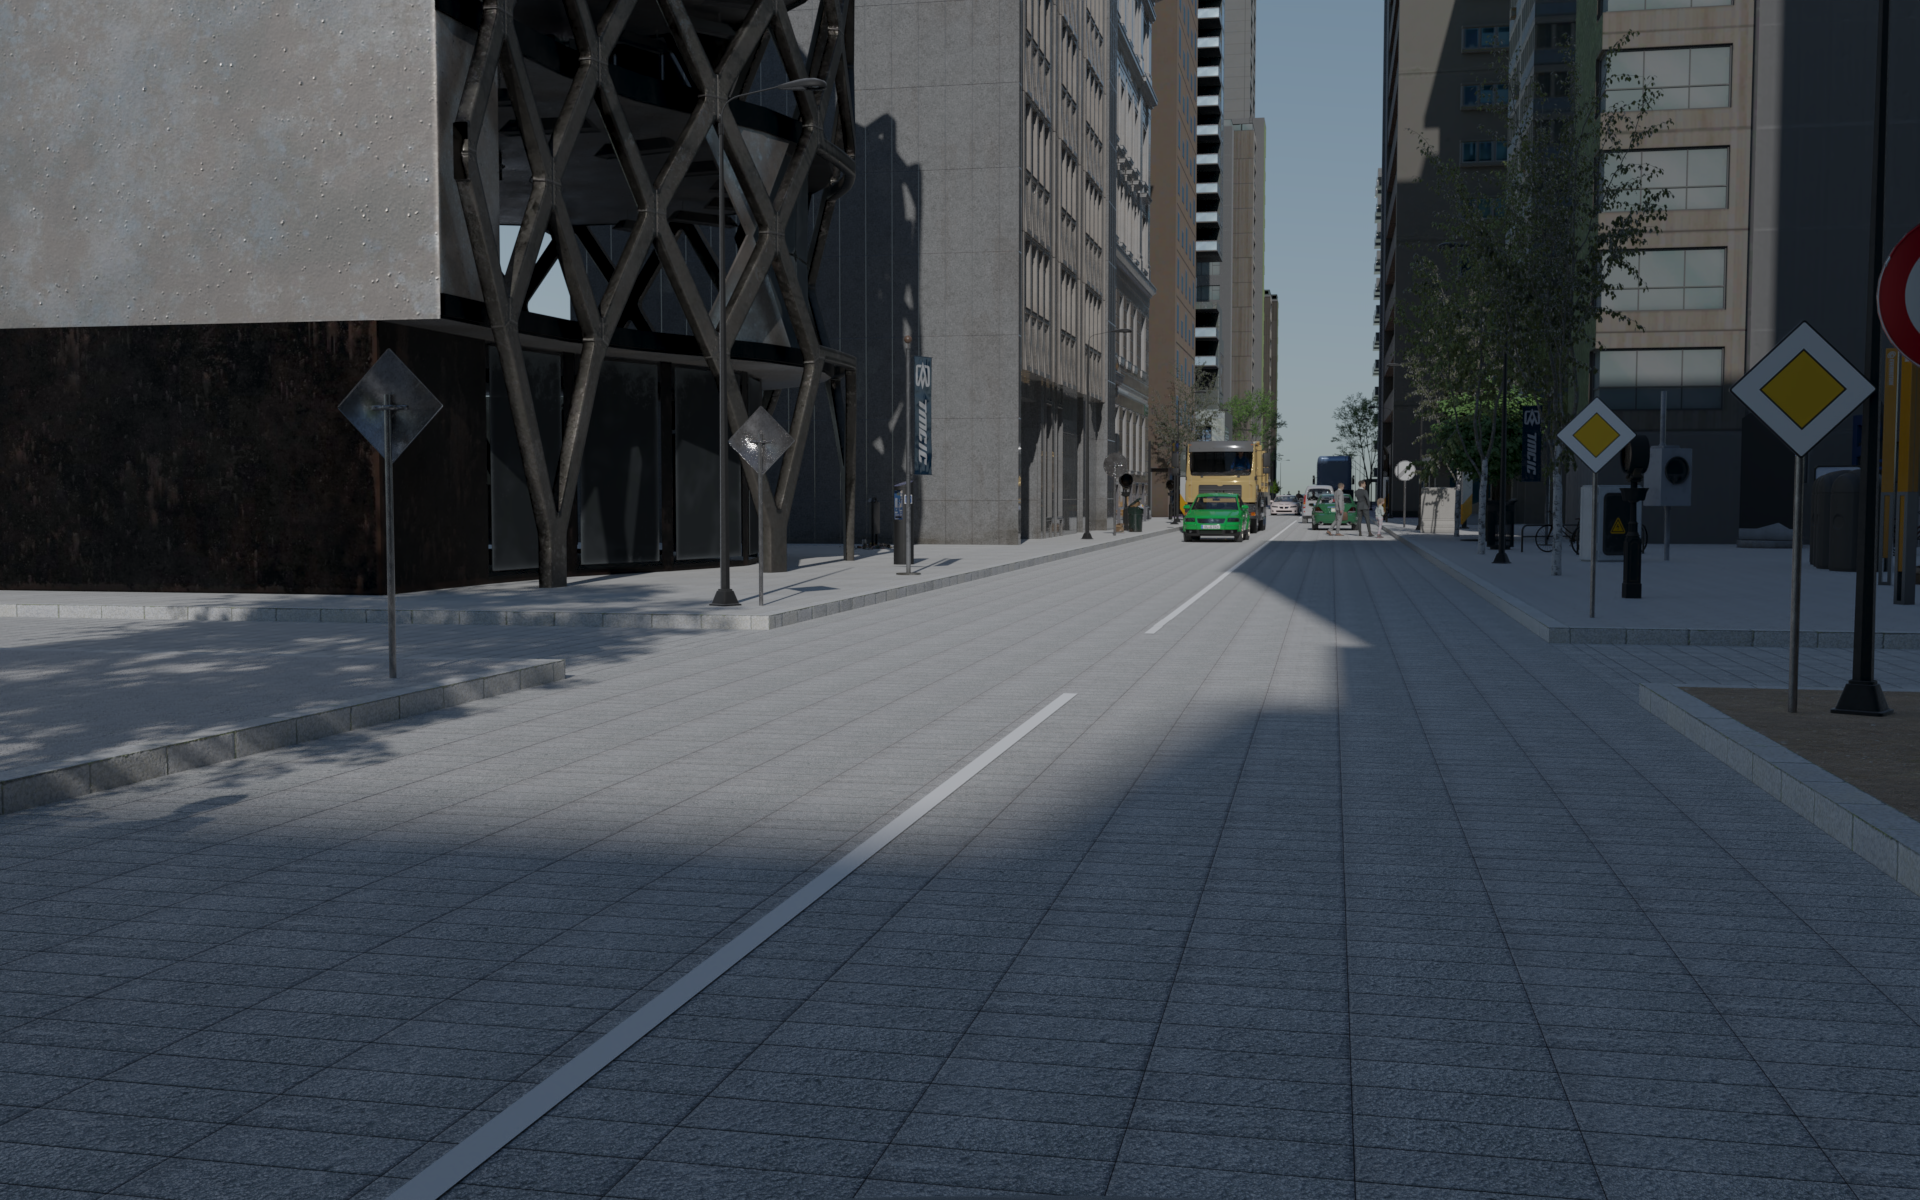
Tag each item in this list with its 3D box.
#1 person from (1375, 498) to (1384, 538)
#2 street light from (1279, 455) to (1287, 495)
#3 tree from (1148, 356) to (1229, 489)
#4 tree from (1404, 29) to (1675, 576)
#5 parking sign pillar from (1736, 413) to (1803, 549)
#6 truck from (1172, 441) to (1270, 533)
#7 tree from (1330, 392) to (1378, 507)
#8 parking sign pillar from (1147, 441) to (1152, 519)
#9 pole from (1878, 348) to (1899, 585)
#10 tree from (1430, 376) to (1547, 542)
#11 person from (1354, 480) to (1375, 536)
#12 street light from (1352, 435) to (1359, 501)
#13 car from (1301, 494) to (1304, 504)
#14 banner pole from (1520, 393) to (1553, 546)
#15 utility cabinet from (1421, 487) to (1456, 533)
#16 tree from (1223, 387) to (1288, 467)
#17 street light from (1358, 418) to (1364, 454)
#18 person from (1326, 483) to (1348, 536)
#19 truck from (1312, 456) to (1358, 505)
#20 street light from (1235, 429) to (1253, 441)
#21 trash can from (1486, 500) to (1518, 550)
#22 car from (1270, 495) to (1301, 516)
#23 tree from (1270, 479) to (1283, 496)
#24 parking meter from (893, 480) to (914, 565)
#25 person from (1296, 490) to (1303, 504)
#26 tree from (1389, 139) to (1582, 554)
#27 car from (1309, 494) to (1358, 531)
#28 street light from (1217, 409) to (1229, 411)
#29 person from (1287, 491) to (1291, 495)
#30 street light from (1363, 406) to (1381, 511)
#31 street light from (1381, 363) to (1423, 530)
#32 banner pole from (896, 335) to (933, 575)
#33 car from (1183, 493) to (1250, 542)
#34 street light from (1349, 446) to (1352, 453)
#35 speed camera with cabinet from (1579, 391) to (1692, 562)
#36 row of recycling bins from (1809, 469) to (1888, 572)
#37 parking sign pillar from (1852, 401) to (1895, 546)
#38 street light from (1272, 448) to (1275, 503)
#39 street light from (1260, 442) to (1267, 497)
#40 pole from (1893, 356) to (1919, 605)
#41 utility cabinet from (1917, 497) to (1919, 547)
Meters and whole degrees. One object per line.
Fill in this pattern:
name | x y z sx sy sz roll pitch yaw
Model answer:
person | 13.691 -2.669 56.409 0.394 1.301 0.425 -2 4 -33
street light | 37.612 -14.233 205.244 1.470 5.913 1.316 1 4 12
tree | 12.087 -8.652 91.823 4.360 8.622 3.978 0 3 0
tree | 9.163 -4.688 27.004 4.360 8.622 3.978 0 3 0
parking sign pillar | 19.347 -3.230 41.277 1.447 3.967 1.447 -3 5 -44
truck | 10.097 -4.242 65.280 3.469 3.379 9.791 1 4 13
tree | 41.273 -15.224 174.670 9.928 11.665 9.643 0 3 0
parking sign pillar | 8.973 -6.062 87.590 1.447 3.967 1.447 -1 4 -20
pole | 13.041 -1.864 24.316 0.158 3.312 0.155 0 3 0
tree | 14.521 -3.896 47.415 4.285 4.588 4.351 0 3 0
person | 13.747 -3.124 58.948 0.648 1.900 0.474 3 5 43
street light | 31.523 -9.937 135.008 1.470 5.913 1.316 1 4 12
car | 44.259 -12.958 223.867 2.014 1.417 4.499 1 4 10
banner pole | 14.387 -3.247 43.104 0.863 3.779 0.401 1 4 14
utility cabinet | 15.707 -2.936 56.678 1.173 1.500 0.318 1 4 23
tree | 27.933 -14.822 168.092 9.928 11.665 9.643 0 3 0
street light | 25.192 -8.134 105.536 1.470 5.913 1.316 1 4 12
person | 12.992 -3.101 59.317 0.853 1.813 0.709 -1 4 -15
truck | 25.254 -7.736 116.243 2.967 4.110 18.799 1 4 11
street light | 20.238 -9.266 124.038 1.470 5.913 1.316 1 4 12
trash can | 12.493 -1.735 40.019 0.748 1.137 0.748 0 3 0
car | 21.921 -6.369 116.492 2.083 1.381 4.827 1 4 14
tree | 40.537 -13.914 222.087 1.663 3.219 1.824 0 3 0
parking meter | -1.026 -1.415 31.542 0.372 1.533 0.369 0 3 0
person | 29.714 -8.734 151.855 0.990 1.755 0.434 3 5 43
tree | 11.166 -5.294 36.916 4.737 8.622 4.395 0 3 0
car | 15.095 -3.541 69.686 2.131 1.459 4.920 1 4 12
street light | 13.964 -7.479 94.820 1.470 5.913 1.316 1 4 12
person | 33.938 -10.396 179.001 1.217 1.766 0.721 2 4 35
street light | 22.198 -7.269 91.392 1.470 5.913 1.316 1 4 12
street light | 15.828 -5.444 61.553 1.470 5.913 1.316 1 4 12
banner pole | -0.684 -2.300 27.615 0.401 3.779 0.863 3 4 36
car | 7.854 -2.694 52.845 1.959 1.807 4.718 1 4 13
street light | 38.083 -11.809 165.611 1.470 5.913 1.316 1 4 12
speed camera with cabinet | 12.881 -2.363 32.979 2.038 3.252 0.660 -1 4 -14
row of recycling bins | 15.355 -1.401 30.026 1.069 1.692 3.534 1 4 20
parking sign pillar | 22.195 -3.286 42.204 1.447 3.967 1.447 1 4 9
street light | 31.325 -12.431 175.783 1.470 5.913 1.316 1 4 12
street light | 26.462 -11.058 153.342 1.470 5.913 1.316 1 4 12
pole | 10.966 -1.601 20.018 0.158 3.312 0.155 0 3 0
utility cabinet | 23.636 -1.887 42.012 1.020 1.237 0.306 0 4 -3
